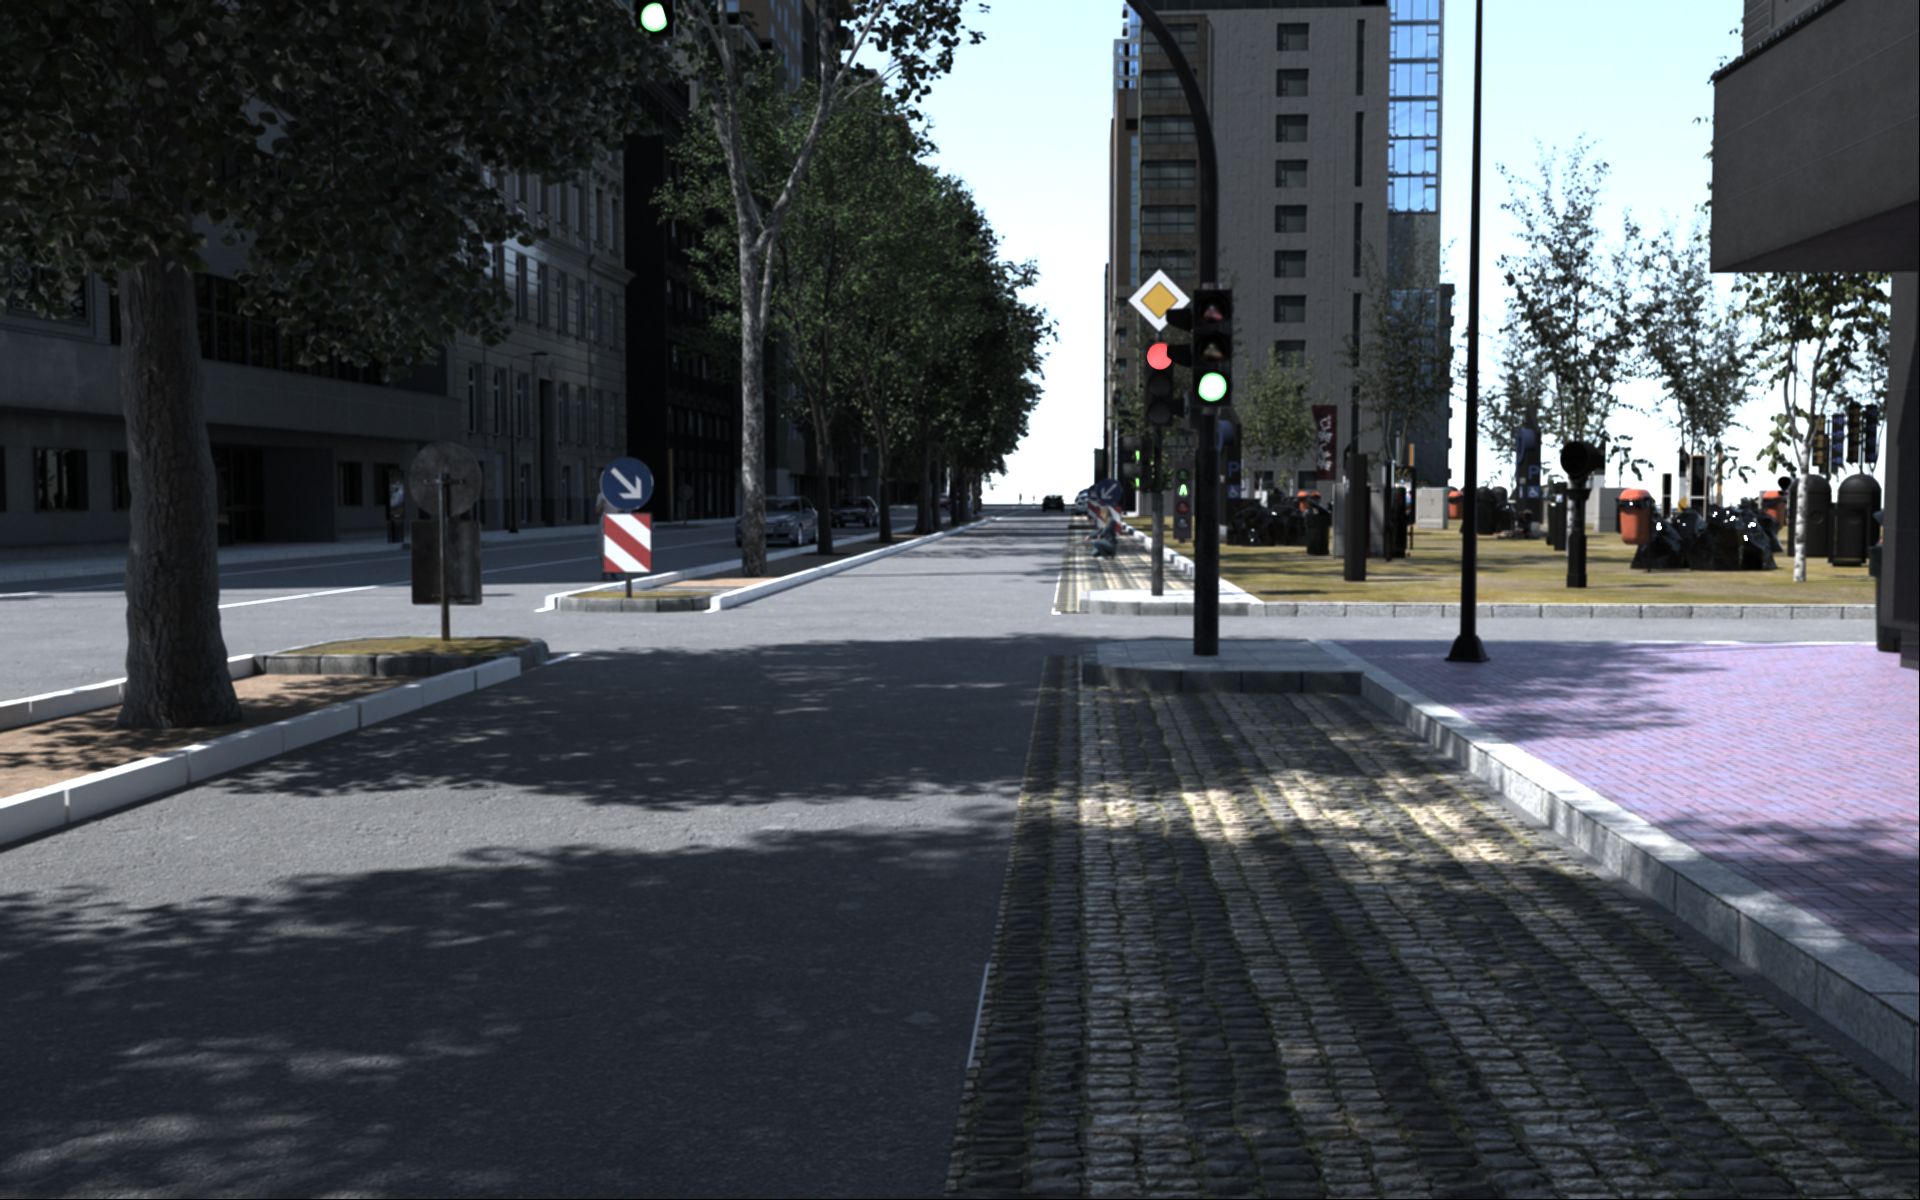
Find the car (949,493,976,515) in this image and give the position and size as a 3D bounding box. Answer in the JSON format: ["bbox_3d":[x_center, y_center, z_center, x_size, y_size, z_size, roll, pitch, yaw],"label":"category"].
[{"bbox_3d":[0.248,-6.885,122.158,1.945,1.707,3.694,0,4,6],"label":"car"}]

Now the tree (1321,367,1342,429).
[{"bbox_3d":[17.251,-8.482,89.037,4.737,8.622,4.395,0,3,0],"label":"tree"}]

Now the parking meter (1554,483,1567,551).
[{"bbox_3d":[13.667,-1.885,39.229,0.372,1.533,0.369,0,3,0],"label":"parking meter"}]

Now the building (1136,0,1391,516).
[{"bbox_3d":[17.707,-20.370,104.747,14.160,30.474,14.107,0,4,4],"label":"building"}]

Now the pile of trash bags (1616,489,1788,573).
[{"bbox_3d":[12.229,-1.196,29.301,3.447,1.369,1.912,-3,4,-38],"label":"pile of trash bags"}]

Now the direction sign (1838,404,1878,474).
[{"bbox_3d":[22.721,-3.160,43.668,0.876,3.537,0.379,-1,4,-16],"label":"direction sign"}]

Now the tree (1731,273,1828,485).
[{"bbox_3d":[18.821,-5.737,44.160,4.360,8.622,3.978,0,3,0],"label":"tree"}]

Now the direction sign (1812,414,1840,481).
[{"bbox_3d":[24.532,-3.487,49.004,0.379,3.537,0.876,-3,4,-38],"label":"direction sign"}]

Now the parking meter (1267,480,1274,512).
[{"bbox_3d":[13.152,-4.139,73.379,0.255,1.863,0.399,1,4,18],"label":"parking meter"}]

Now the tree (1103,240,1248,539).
[{"bbox_3d":[6.372,-6.056,49.376,4.360,8.622,3.978,0,3,0],"label":"tree"}]

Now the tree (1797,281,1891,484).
[{"bbox_3d":[30.039,-6.536,57.222,4.360,8.622,3.978,0,3,0],"label":"tree"}]

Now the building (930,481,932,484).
[{"bbox_3d":[-14.659,-34.937,225.843,22.147,44.769,28.867,0,4,4],"label":"building"}]

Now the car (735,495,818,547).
[{"bbox_3d":[-5.040,-2.221,48.323,2.014,1.417,4.499,0,4,5],"label":"car"}]

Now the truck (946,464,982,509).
[{"bbox_3d":[0.459,-9.608,146.000,2.839,4.237,11.283,0,4,3],"label":"truck"}]

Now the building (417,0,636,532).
[{"bbox_3d":[-21.387,-16.424,65.793,12.463,27.353,25.104,0,4,4],"label":"building"}]

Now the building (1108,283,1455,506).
[{"bbox_3d":[27.649,-19.106,157.415,27.650,21.520,28.899,0,4,4],"label":"building"}]

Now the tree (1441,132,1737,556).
[{"bbox_3d":[12.670,-5.199,35.373,4.360,8.622,3.978,0,3,0],"label":"tree"}]

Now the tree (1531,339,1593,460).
[{"bbox_3d":[28.202,-7.893,79.417,4.737,8.622,4.395,0,3,0],"label":"tree"}]

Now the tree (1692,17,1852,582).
[{"bbox_3d":[12.474,-4.568,25.043,4.737,8.622,4.395,0,3,0],"label":"tree"}]

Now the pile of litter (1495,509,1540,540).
[{"bbox_3d":[15.964,-2.182,49.633,1.176,0.858,1.719,0,4,6],"label":"pile of litter"}]

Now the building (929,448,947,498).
[{"bbox_3d":[-9.327,-29.106,247.581,14.160,30.474,14.107,0,4,4],"label":"building"}]

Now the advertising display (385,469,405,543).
[{"bbox_3d":[-14.813,-2.460,45.433,0.123,1.923,0.974,0,4,5],"label":"advertising display"}]

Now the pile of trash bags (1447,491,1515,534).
[{"bbox_3d":[17.245,-2.886,56.933,3.447,1.369,1.912,-3,4,-36],"label":"pile of trash bags"}]

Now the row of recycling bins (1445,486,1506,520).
[{"bbox_3d":[26.148,-4.942,87.907,3.534,1.692,1.069,-1,4,-12],"label":"row of recycling bins"}]

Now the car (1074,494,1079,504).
[{"bbox_3d":[16.559,-13.840,236.514,2.015,1.641,3.980,0,4,3],"label":"car"}]

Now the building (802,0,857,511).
[{"bbox_3d":[-20.248,-29.737,140.828,22.147,44.769,28.867,0,4,4],"label":"building"}]

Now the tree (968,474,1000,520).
[{"bbox_3d":[0.647,-8.729,95.544,4.360,8.622,3.978,0,3,0],"label":"tree"}]

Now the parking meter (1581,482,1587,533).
[{"bbox_3d":[19.354,-2.963,54.153,0.399,1.863,0.255,3,5,42],"label":"parking meter"}]

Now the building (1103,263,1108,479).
[{"bbox_3d":[24.956,-27.199,216.410,14.160,30.474,14.107,0,4,4],"label":"building"}]

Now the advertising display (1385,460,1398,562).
[{"bbox_3d":[8.270,-1.718,33.311,0.123,1.923,0.974,1,4,17],"label":"advertising display"}]

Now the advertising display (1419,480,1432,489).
[{"bbox_3d":[21.224,-4.534,79.350,0.123,1.923,0.974,-2,4,-26],"label":"advertising display"}]

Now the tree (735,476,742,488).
[{"bbox_3d":[-13.149,-6.223,96.347,1.663,3.219,1.824,0,3,0],"label":"tree"}]

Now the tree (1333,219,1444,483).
[{"bbox_3d":[12.106,-5.938,47.451,4.360,8.622,3.978,0,3,0],"label":"tree"}]

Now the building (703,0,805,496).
[{"bbox_3d":[-18.725,-28.683,119.086,14.600,45.320,14.200,0,4,4],"label":"building"}]

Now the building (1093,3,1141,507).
[{"bbox_3d":[29.858,-56.576,237.695,22.319,86.520,31.000,0,4,4],"label":"building"}]

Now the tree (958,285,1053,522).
[{"bbox_3d":[0.218,-10.926,87.751,9.857,13.997,8.962,0,3,0],"label":"tree"}]

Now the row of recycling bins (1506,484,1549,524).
[{"bbox_3d":[25.106,-4.132,74.675,1.069,1.692,3.534,-1,4,-14],"label":"row of recycling bins"}]

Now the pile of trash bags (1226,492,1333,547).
[{"bbox_3d":[8.382,-2.028,42.906,3.447,1.369,1.912,0,4,-1],"label":"pile of trash bags"}]

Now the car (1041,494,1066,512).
[{"bbox_3d":[7.514,-7.930,139.447,2.009,1.686,4.222,0,4,4],"label":"car"}]

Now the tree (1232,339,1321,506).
[{"bbox_3d":[14.442,-8.113,83.013,4.737,8.622,4.395,0,3,0],"label":"tree"}]

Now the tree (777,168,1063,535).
[{"bbox_3d":[-1.243,-8.595,59.989,9.611,12.733,9.660,0,3,0],"label":"tree"}]

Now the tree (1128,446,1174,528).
[{"bbox_3d":[7.615,-4.557,69.102,1.663,3.219,1.824,0,3,0],"label":"tree"}]

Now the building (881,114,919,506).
[{"bbox_3d":[-16.459,-33.155,196.708,22.147,44.769,28.867,0,4,4],"label":"building"}]

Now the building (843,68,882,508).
[{"bbox_3d":[-14.947,-29.265,162.069,14.154,41.232,14.086,0,4,4],"label":"building"}]

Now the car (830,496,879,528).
[{"bbox_3d":[-4.526,-3.781,74.404,1.945,1.354,3.894,0,4,4],"label":"car"}]

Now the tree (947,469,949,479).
[{"bbox_3d":[-2.267,-18.805,257.818,4.737,8.622,4.395,0,3,0],"label":"tree"}]

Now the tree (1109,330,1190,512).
[{"bbox_3d":[8.831,-7.754,77.148,4.737,8.622,4.395,0,3,0],"label":"tree"}]

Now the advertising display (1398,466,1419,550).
[{"bbox_3d":[10.239,-2.139,40.186,0.123,1.923,0.974,-1,4,-20],"label":"advertising display"}]

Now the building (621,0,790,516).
[{"bbox_3d":[-18.544,-20.408,105.369,14.160,30.474,14.107,0,4,4],"label":"building"}]

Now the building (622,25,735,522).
[{"bbox_3d":[-18.968,-15.718,86.671,12.332,23.373,15.834,0,4,4],"label":"building"}]

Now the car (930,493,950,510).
[{"bbox_3d":[-1.817,-9.062,157.202,2.155,1.783,4.494,0,4,5],"label":"car"}]

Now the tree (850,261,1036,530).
[{"bbox_3d":[-0.860,-9.054,68.619,7.486,12.596,7.792,0,3,0],"label":"tree"}]

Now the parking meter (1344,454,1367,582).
[{"bbox_3d":[5.818,-1.209,25.473,0.255,1.863,0.399,0,4,0],"label":"parking meter"}]

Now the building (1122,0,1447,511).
[{"bbox_3d":[22.991,-49.699,125.249,22.319,86.520,31.000,0,4,4],"label":"building"}]

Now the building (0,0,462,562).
[{"bbox_3d":[-22.941,-13.363,37.544,14.314,24.678,30.058,0,4,4],"label":"building"}]

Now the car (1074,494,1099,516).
[{"bbox_3d":[8.425,-6.188,113.172,2.014,1.417,4.499,0,4,3],"label":"car"}]

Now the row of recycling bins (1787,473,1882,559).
[{"bbox_3d":[18.459,-1.677,34.530,3.534,1.692,1.069,2,4,30],"label":"row of recycling bins"}]

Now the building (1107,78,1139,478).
[{"bbox_3d":[23.660,-32.872,187.560,14.600,45.320,14.200,0,4,4],"label":"building"}]
